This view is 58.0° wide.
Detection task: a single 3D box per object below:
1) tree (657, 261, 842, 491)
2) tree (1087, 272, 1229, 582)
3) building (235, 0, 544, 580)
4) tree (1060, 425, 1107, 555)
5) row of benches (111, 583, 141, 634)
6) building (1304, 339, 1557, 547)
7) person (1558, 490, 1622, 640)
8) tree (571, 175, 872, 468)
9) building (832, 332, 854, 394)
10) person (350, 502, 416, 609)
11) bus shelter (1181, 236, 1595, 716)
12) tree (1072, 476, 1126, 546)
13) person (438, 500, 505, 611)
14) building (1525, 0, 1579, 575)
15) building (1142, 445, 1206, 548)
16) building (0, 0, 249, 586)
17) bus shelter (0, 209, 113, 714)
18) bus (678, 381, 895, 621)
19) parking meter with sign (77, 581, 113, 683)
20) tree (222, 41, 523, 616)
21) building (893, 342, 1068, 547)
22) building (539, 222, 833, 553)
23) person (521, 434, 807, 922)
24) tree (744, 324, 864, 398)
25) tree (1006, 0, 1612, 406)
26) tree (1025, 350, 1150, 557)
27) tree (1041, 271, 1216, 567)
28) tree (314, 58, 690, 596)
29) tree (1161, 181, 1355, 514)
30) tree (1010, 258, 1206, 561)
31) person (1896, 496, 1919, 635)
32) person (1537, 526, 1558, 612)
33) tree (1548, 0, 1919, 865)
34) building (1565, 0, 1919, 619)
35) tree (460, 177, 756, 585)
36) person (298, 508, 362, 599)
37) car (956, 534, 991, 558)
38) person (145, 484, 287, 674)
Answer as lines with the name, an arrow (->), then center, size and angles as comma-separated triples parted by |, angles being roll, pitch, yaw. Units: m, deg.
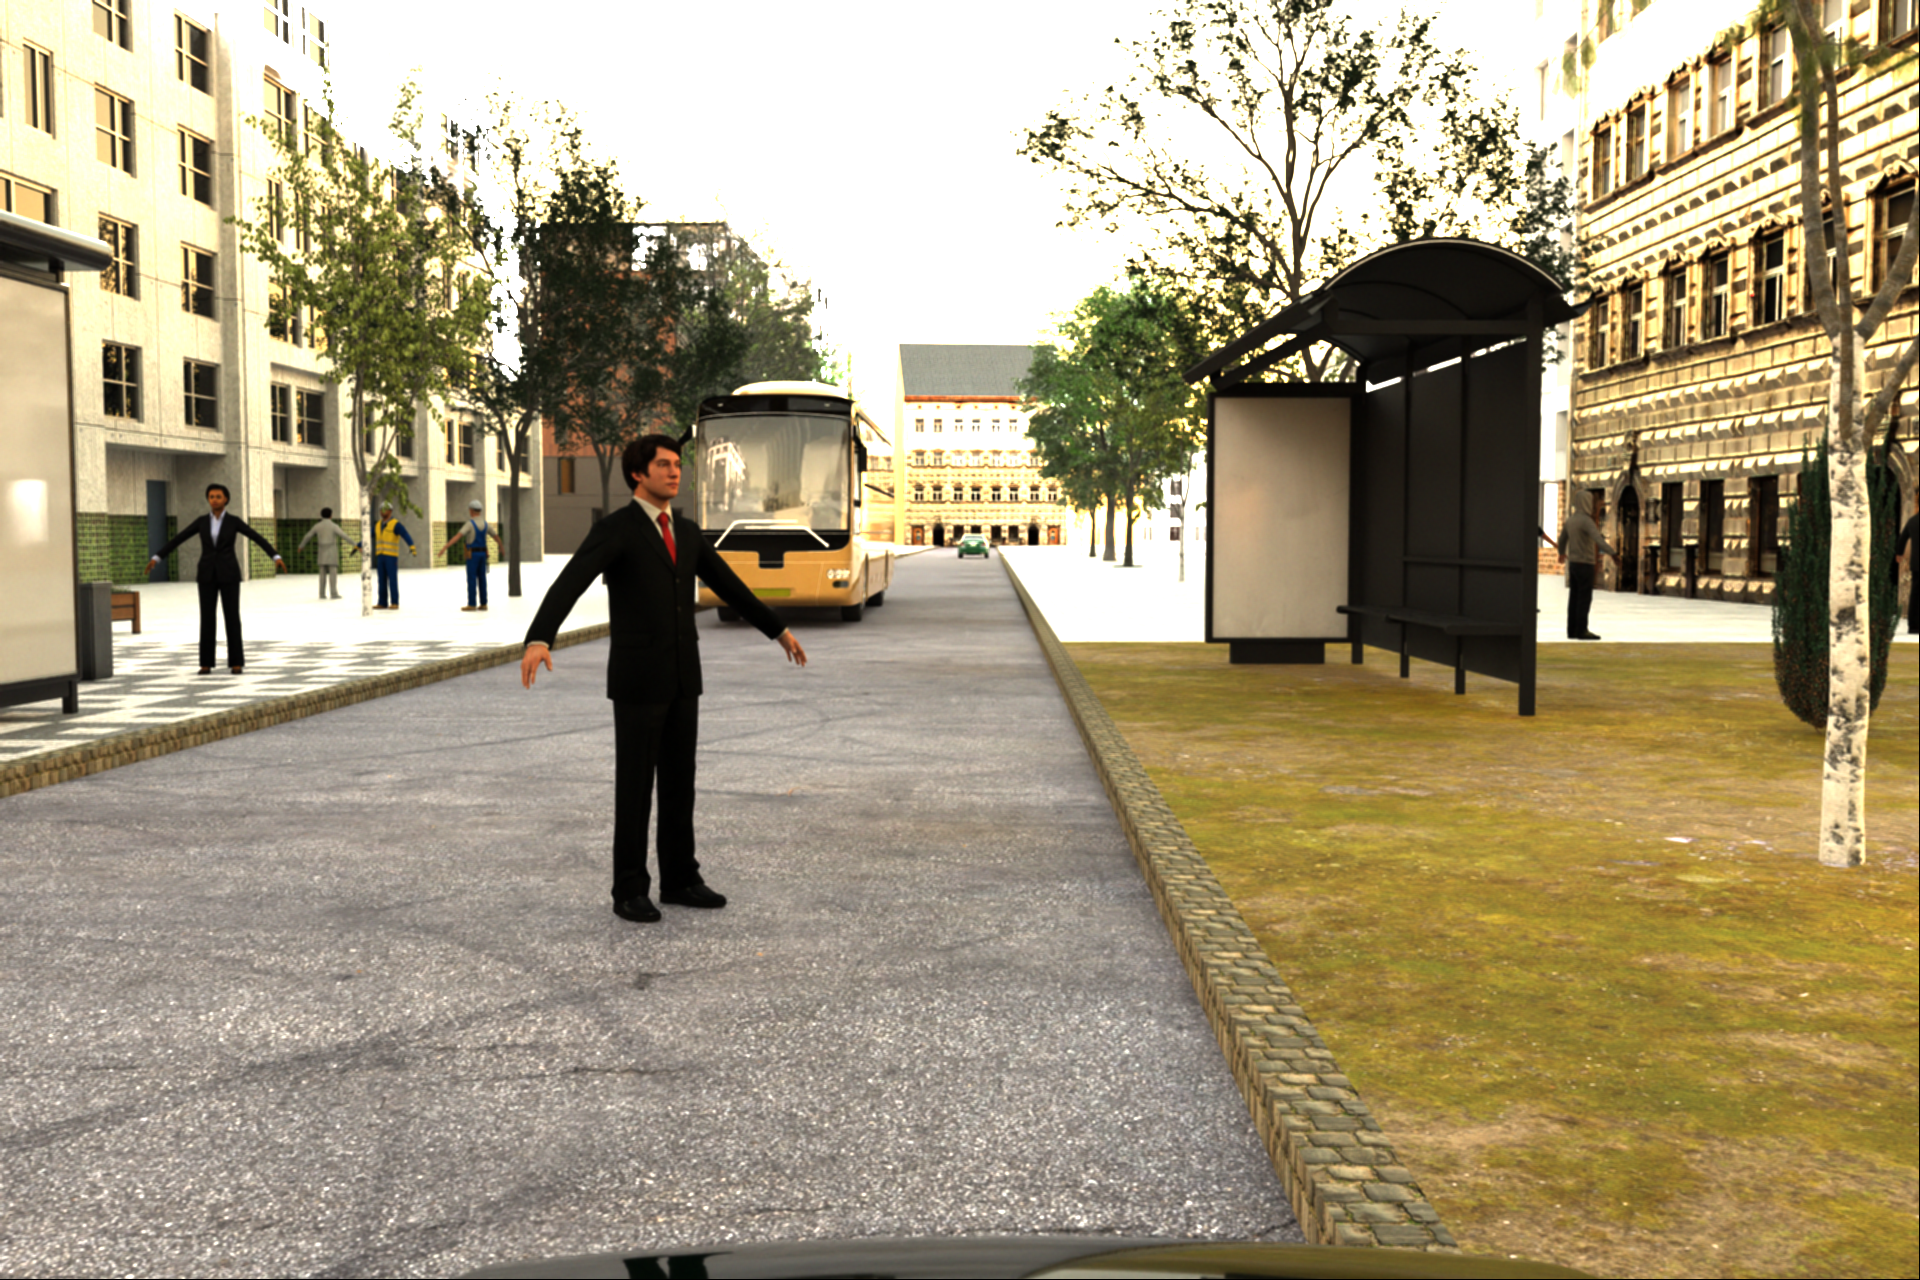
tree -> -8.748, -9.434, 72.378 | 7.486, 12.596, 7.792 | 0, 3, 0
tree -> 5.862, -5.900, 46.831 | 4.737, 8.622, 4.395 | 0, 3, 0
building -> -27.956, -12.082, 63.992 | 16.747, 18.905, 31.486 | 0, 4, 1
tree -> 7.075, -9.368, 103.536 | 4.360, 8.622, 3.978 | 0, 3, 0
row of benches -> -11.296, -0.311, 20.547 | 1.422, 0.672, 4.104 | 1, 4, 14
building -> 21.604, -8.033, 73.482 | 9.099, 9.664, 28.070 | 0, 4, 1
person -> 7.614, -0.918, 21.132 | 0.705, 1.813, 1.348 | -1, 4, -10
tree -> -8.565, -9.162, 60.168 | 12.009, 13.543, 11.850 | 0, 3, 0
building -> -25.624, -20.135, 173.175 | 27.936, 21.610, 32.646 | 0, 4, 0
person -> -9.802, -1.444, 29.579 | 1.349, 1.833, 0.705 | 1, 4, 21
bus shelter -> 3.253, -1.263, 14.567 | 2.014, 3.302, 5.546 | 0, 4, -1
tree -> 15.562, -15.678, 190.743 | 7.601, 10.594, 8.767 | 0, 4, 5
person -> -8.123, -1.416, 29.014 | 0.705, 1.847, 1.347 | 3, 4, 36
building -> 23.589, -12.149, 55.056 | 16.016, 20.090, 11.380 | 0, 4, 1
building -> 23.427, -13.880, 169.079 | 9.099, 9.664, 28.070 | 0, 4, 1
building -> -27.993, -10.048, 30.739 | 16.747, 18.905, 31.486 | 0, 4, 2
bus shelter -> -7.277, -1.860, 8.041 | 2.179, 5.291, 8.768 | 0, 4, 2
bus -> -2.746, -2.454, 31.668 | 2.896, 3.916, 12.252 | 0, 4, 1
parking meter with sign -> -7.761, -1.117, 14.524 | 0.543, 3.016, 1.738 | 0, 4, 0
tree -> -9.071, -4.687, 26.998 | 4.737, 8.622, 4.395 | 0, 3, 0
building -> 1.955, -22.325, 198.397 | 18.063, 23.208, 19.493 | 0, 4, -6
building -> -25.125, -17.506, 130.195 | 27.936, 21.610, 32.646 | 0, 4, 2
person -> -1.133, 0.128, 6.557 | 0.705, 1.806, 1.347 | 3, 5, 40
tree -> -8.201, -9.808, 86.110 | 9.928, 11.665, 9.643 | 0, 3, 0
tree -> 5.162, -5.483, 24.055 | 8.767, 10.594, 7.601 | -1, 4, -20
tree -> 7.324, -10.351, 94.993 | 9.928, 11.665, 9.643 | 0, 3, 0
tree -> 6.663, -8.639, 67.001 | 9.928, 11.665, 9.643 | 0, 3, 0
tree -> -9.277, -6.157, 35.082 | 8.767, 10.594, 7.601 | 1, 4, 11
tree -> 6.134, -5.316, 37.273 | 4.737, 8.622, 4.395 | 0, 3, 0
tree -> 7.141, -10.722, 81.957 | 9.857, 13.997, 8.962 | 0, 3, 0
person -> 12.354, -0.974, 22.142 | 0.704, 1.802, 1.346 | 0, 4, -5
person -> 9.278, -1.360, 28.382 | 1.345, 1.843, 0.704 | -1, 4, -16
tree -> 3.639, -3.443, 6.660 | 4.360, 8.622, 3.978 | 0, 3, 0
building -> 23.629, -12.271, 31.565 | 19.493, 23.208, 18.063 | 0, 4, 1
tree -> -8.813, -6.703, 44.014 | 8.767, 10.594, 7.601 | 1, 4, 22
person -> -12.580, -1.732, 34.501 | 1.347, 1.806, 0.705 | 0, 4, 7
car -> 0.821, -5.637, 103.968 | 2.131, 1.459, 4.920 | 0, 4, 1
person -> -6.772, -0.555, 15.791 | 1.216, 1.740, 0.721 | -1, 4, -11
